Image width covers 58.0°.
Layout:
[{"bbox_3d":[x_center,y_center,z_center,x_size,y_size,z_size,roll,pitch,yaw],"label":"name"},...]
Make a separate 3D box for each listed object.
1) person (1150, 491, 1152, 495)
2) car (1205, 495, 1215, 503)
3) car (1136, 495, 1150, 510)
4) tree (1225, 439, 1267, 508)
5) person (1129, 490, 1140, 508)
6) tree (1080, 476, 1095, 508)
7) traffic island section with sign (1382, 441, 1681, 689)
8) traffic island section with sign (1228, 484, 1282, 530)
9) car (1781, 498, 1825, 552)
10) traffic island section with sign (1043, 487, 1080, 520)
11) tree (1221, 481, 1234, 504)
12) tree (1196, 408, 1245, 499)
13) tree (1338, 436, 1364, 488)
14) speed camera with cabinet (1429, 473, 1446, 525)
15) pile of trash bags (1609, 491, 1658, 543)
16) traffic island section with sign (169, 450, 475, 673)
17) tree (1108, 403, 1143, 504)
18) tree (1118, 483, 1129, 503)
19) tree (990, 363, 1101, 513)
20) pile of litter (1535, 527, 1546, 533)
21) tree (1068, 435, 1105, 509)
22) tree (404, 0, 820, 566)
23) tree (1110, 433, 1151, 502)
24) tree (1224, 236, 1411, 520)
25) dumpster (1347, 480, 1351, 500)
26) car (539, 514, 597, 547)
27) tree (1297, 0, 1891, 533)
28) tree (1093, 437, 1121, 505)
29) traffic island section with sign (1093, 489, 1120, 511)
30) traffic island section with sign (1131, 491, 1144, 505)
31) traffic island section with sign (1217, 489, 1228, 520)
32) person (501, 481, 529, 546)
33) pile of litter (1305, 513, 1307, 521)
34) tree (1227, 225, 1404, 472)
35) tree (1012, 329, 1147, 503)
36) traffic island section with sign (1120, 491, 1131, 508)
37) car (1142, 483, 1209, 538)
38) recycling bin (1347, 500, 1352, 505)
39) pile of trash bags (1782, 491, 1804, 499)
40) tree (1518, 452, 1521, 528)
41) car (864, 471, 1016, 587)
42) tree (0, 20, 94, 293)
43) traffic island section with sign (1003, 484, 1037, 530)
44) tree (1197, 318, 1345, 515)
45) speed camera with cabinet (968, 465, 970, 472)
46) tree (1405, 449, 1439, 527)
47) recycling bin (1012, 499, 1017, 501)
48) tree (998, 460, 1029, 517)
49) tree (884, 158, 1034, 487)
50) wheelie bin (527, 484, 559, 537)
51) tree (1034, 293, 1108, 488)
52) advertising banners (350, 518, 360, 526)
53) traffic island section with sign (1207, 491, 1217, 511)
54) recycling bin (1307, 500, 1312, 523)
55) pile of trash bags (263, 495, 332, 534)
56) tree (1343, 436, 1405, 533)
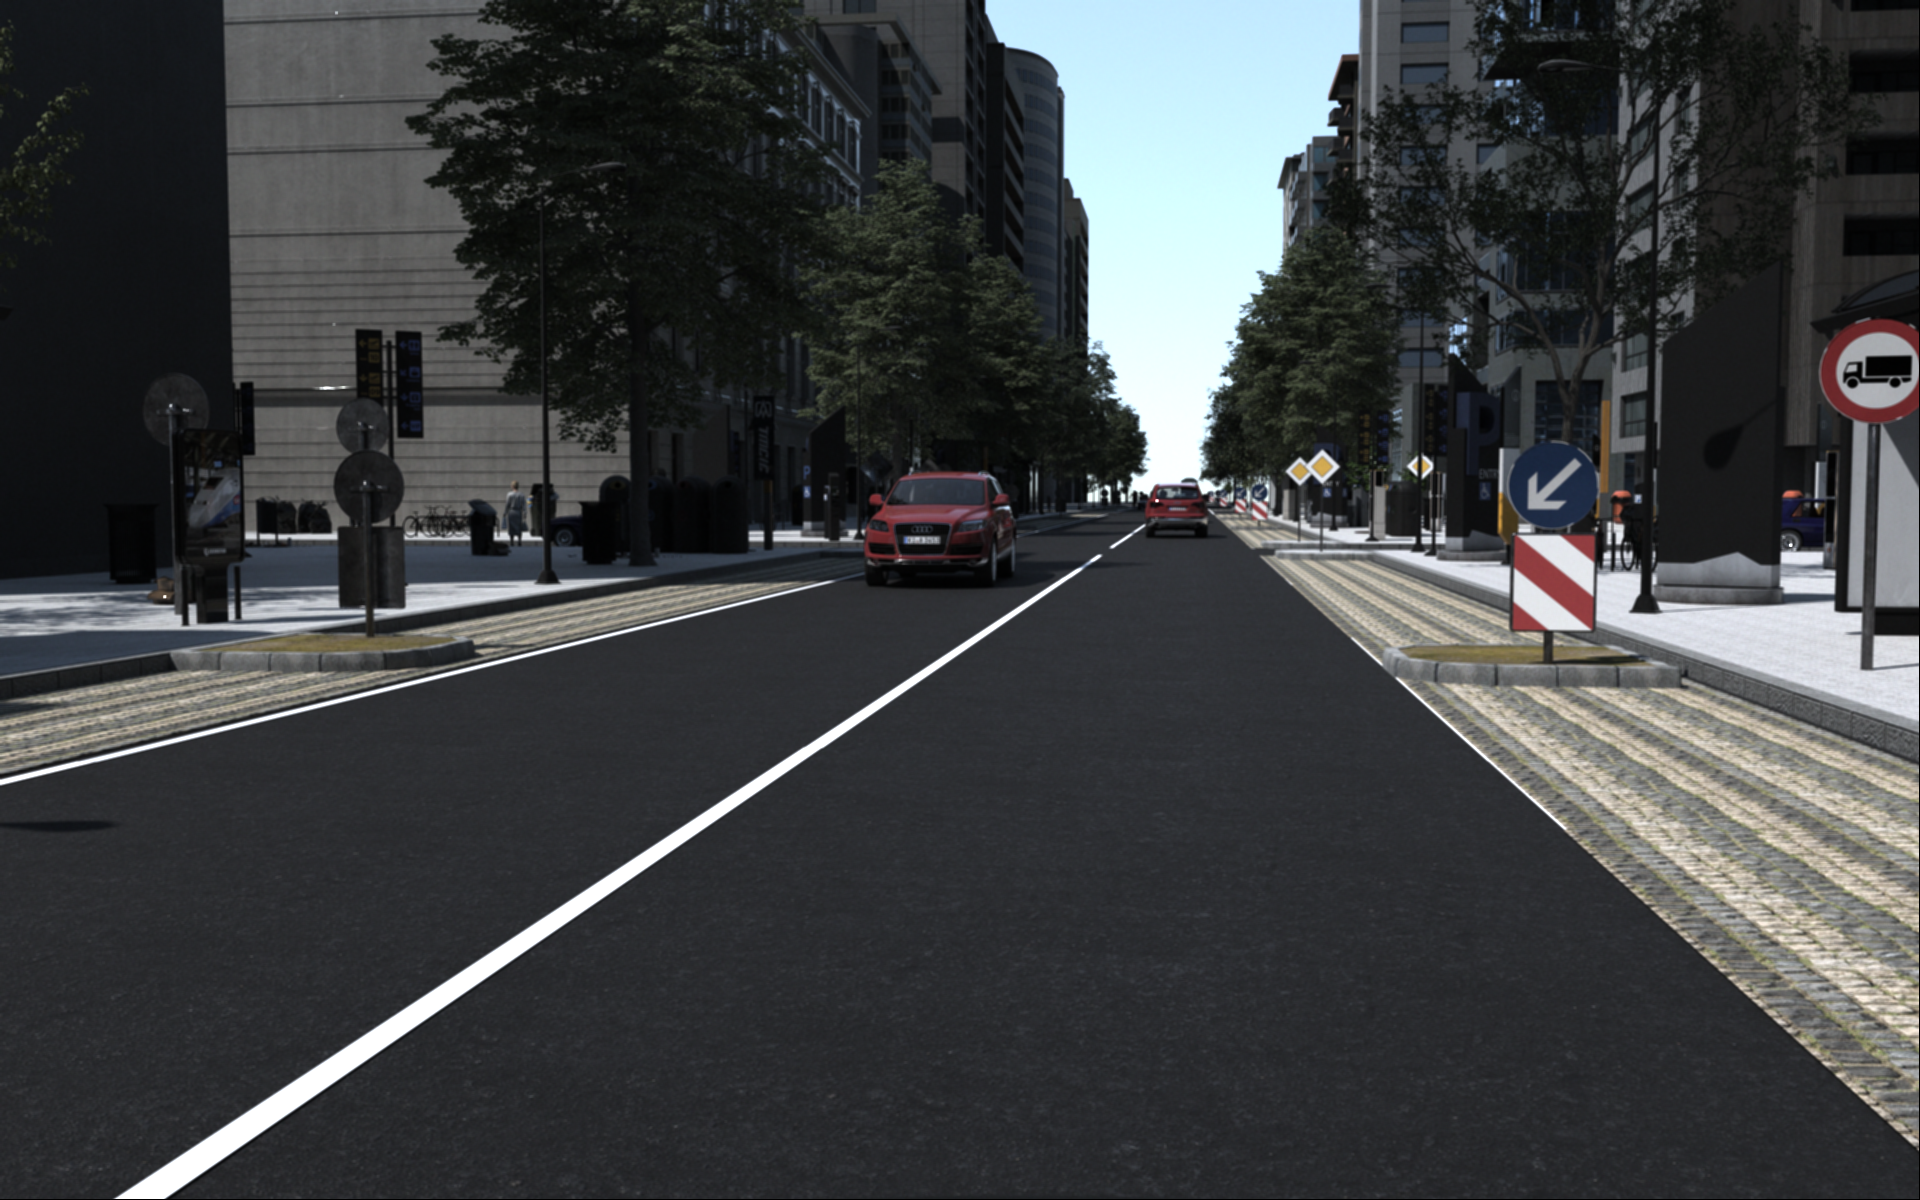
[{"bbox_3d":[29.873,-16.041,270.398,0.705,1.869,1.348,2,4,24],"label":"person"},{"bbox_3d":[38.875,-15.922,270.110,2.009,1.686,4.222,0,4,7],"label":"car"},{"bbox_3d":[17.195,-8.957,159.025,1.945,1.354,3.894,0,4,7],"label":"car"},{"bbox_3d":[26.879,-12.931,161.777,4.737,8.622,4.395,0,3,0],"label":"tree"},{"bbox_3d":[18.062,-10.456,179.425,1.348,1.831,0.705,2,4,32],"label":"person"},{"bbox_3d":[11.379,-9.971,157.627,1.663,3.219,1.824,0,3,0],"label":"tree"},{"bbox_3d":[4.426,-0.312,13.733,1.989,1.847,2.006,0,4,8],"label":"traffic island section with sign"},{"bbox_3d":[11.827,-3.705,69.209,1.989,1.847,2.006,0,4,8],"label":"traffic island section with sign"},{"bbox_3d":[20.731,-1.738,41.003,3.894,1.354,1.945,1,4,8],"label":"car"},{"bbox_3d":[5.697,-5.410,97.085,1.989,1.847,2.006,0,4,8],"label":"traffic island section with sign"},{"bbox_3d":[38.976,-15.801,252.942,1.663,3.219,1.824,0,3,0],"label":"tree"},{"bbox_3d":[30.393,-16.799,185.027,12.009,13.543,11.850,0,3,0],"label":"tree"},{"bbox_3d":[20.803,-6.820,95.217,4.285,4.588,4.351,0,3,0],"label":"tree"},{"bbox_3d":[20.045,-4.782,72.527,0.660,3.252,2.038,1,4,20],"label":"speed camera with cabinet"},{"bbox_3d":[18.456,-2.231,46.226,1.912,1.369,3.447,-1,4,-13],"label":"pile of trash bags"},{"bbox_3d":[-5.289,-0.377,14.786,1.989,1.847,2.006,0,4,8],"label":"traffic island section with sign"},{"bbox_3d":[19.102,-18.024,212.823,7.486,12.596,7.792,0,3,0],"label":"tree"},{"bbox_3d":[24.560,-16.090,257.675,1.663,3.219,1.824,0,3,0],"label":"tree"},{"bbox_3d":[5.552,-11.231,118.041,8.767,10.594,7.601,1,4,10],"label":"tree"},{"bbox_3d":[15.698,-1.960,46.009,1.176,0.858,1.719,1,4,16],"label":"pile of litter"},{"bbox_3d":[10.870,-12.406,153.194,4.360,8.622,3.978,0,3,0],"label":"tree"},{"bbox_3d":[-5.620,-6.853,30.167,7.486,12.596,7.792,0,3,0],"label":"tree"},{"bbox_3d":[26.502,-21.354,274.899,9.928,11.665,9.643,0,3,0],"label":"tree"},{"bbox_3d":[17.537,-10.983,86.234,9.857,13.997,8.962,0,3,0],"label":"tree"},{"bbox_3d":[17.206,-4.737,79.950,1.502,2.255,1.985,0,4,8],"label":"dumpster"},{"bbox_3d":[-8.893,-1.996,45.212,3.894,1.354,1.945,0,4,7],"label":"car"},{"bbox_3d":[9.442,-5.669,27.097,8.767,10.594,7.601,1,4,16],"label":"tree"},{"bbox_3d":[16.111,-15.097,197.193,4.737,8.622,4.395,0,3,0],"label":"tree"},{"bbox_3d":[12.290,-8.431,146.474,1.989,1.847,2.006,0,4,8],"label":"traffic island section with sign"},{"bbox_3d":[23.269,-13.467,228.810,1.989,1.847,2.006,0,4,8],"label":"traffic island section with sign"},{"bbox_3d":[15.398,-5.339,95.928,1.989,1.847,2.006,0,4,8],"label":"traffic island section with sign"},{"bbox_3d":[-11.600,-2.215,45.076,0.694,1.780,0.624,-1,4,-10],"label":"person"},{"bbox_3d":[16.970,-4.180,82.315,1.176,0.858,1.719,2,4,33],"label":"pile of litter"},{"bbox_3d":[15.136,-9.533,73.985,7.486,12.596,7.792,0,3,0],"label":"tree"},{"bbox_3d":[7.824,-13.955,134.813,9.857,13.997,8.962,0,3,0],"label":"tree"},{"bbox_3d":[15.853,-10.065,173.193,1.989,1.847,2.006,0,4,8],"label":"traffic island section with sign"},{"bbox_3d":[7.262,-3.038,58.339,2.281,1.827,5.304,0,4,6],"label":"car"},{"bbox_3d":[17.425,-3.865,75.755,0.722,1.027,0.722,-1,4,-17],"label":"recycling bin"},{"bbox_3d":[23.204,-2.252,46.566,3.447,1.369,1.912,-2,4,-34],"label":"pile of trash bags"},{"bbox_3d":[20.948,-4.367,66.000,1.663,3.219,1.824,0,3,0],"label":"tree"},{"bbox_3d":[-0.249,-1.216,28.553,2.281,1.827,5.304,0,4,7],"label":"car"},{"bbox_3d":[-12.470,-4.232,19.558,4.737,8.622,4.395,0,3,0],"label":"tree"},{"bbox_3d":[2.097,-3.763,70.148,1.989,1.847,2.006,0,4,8],"label":"traffic island section with sign"},{"bbox_3d":[19.821,-11.663,107.693,9.611,12.733,9.660,0,3,0],"label":"tree"},{"bbox_3d":[0.203,-7.585,118.357,0.660,3.252,2.038,-1,4,-20],"label":"speed camera with cabinet"},{"bbox_3d":[17.836,-4.446,67.294,1.663,3.219,1.824,0,3,0],"label":"tree"},{"bbox_3d":[2.704,-5.072,95.482,0.722,1.027,0.722,-1,4,-13],"label":"recycling bin"},{"bbox_3d":[3.029,-6.293,97.488,1.663,3.219,1.824,0,3,0],"label":"tree"},{"bbox_3d":[-2.135,-8.591,58.586,7.486,12.596,7.792,0,3,0],"label":"tree"},{"bbox_3d":[-12.556,-2.717,52.330,0.980,1.594,0.693,-3,4,-36],"label":"wheelie bin"},{"bbox_3d":[1.454,-10.017,81.912,7.486,12.596,7.792,0,3,0],"label":"tree"},{"bbox_3d":[-12.269,-2.388,35.235,0.090,3.025,2.074,-2,4,-28],"label":"advertising banners"},{"bbox_3d":[21.991,-8.363,145.358,1.989,1.847,2.006,0,4,8],"label":"traffic island section with sign"},{"bbox_3d":[15.757,-3.905,76.395,0.722,1.027,0.722,2,4,34],"label":"recycling bin"},{"bbox_3d":[-22.179,-2.830,56.028,3.447,1.369,1.912,-2,4,-26],"label":"pile of trash bags"},{"bbox_3d":[13.353,-3.807,56.846,1.663,3.219,1.824,0,3,0],"label":"tree"}]
